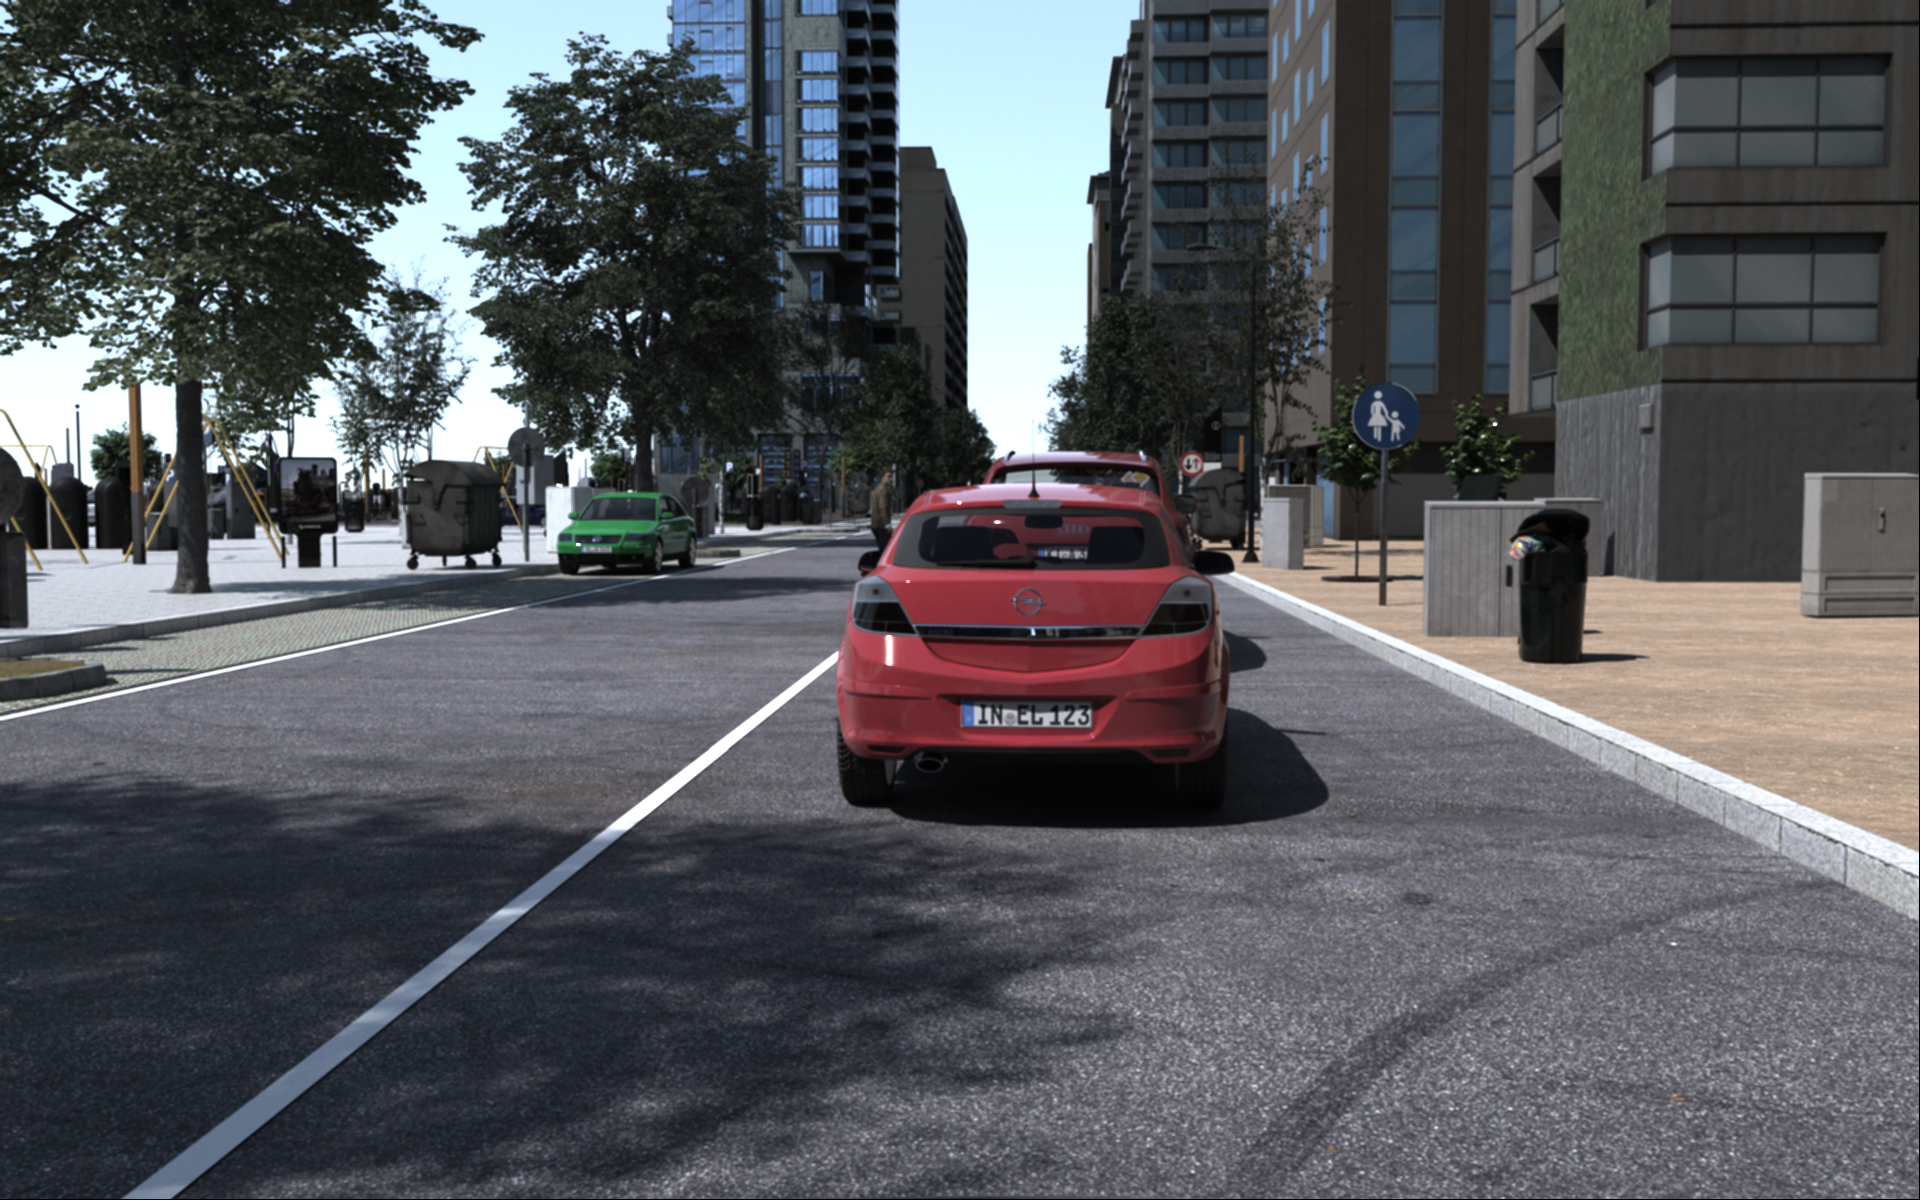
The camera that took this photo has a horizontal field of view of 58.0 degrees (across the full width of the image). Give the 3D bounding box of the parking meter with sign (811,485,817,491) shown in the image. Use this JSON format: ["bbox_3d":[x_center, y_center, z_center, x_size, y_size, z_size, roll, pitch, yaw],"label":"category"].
[{"bbox_3d":[-12.024,-8.854,141.017,0.543,3.016,1.738,3,5,41],"label":"parking meter with sign"}]

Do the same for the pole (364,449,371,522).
[{"bbox_3d":[-27.110,-5.222,79.228,0.158,3.312,0.155,0,3,0],"label":"pole"}]

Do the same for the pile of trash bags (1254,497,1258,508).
[{"bbox_3d":[21.599,-7.292,128.982,1.912,1.369,3.447,-1,4,-18],"label":"pile of trash bags"}]

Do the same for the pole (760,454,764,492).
[{"bbox_3d":[-10.195,-5.828,89.127,0.158,3.312,0.155,0,3,0],"label":"pole"}]

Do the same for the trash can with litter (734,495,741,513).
[{"bbox_3d":[-13.821,-6.138,111.406,2.233,1.210,1.678,-3,5,-44],"label":"trash can with litter"}]

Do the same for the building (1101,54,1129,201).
[{"bbox_3d":[31.898,-37.646,204.753,28.713,52.752,27.495,0,4,3],"label":"building"}]

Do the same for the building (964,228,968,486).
[{"bbox_3d":[-9.829,-40.674,288.726,21.300,48.544,21.600,0,4,3],"label":"building"}]

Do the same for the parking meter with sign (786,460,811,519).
[{"bbox_3d":[-8.618,-5.708,89.584,0.543,3.016,1.738,-3,5,-43],"label":"parking meter with sign"}]

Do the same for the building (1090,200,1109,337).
[{"bbox_3d":[27.162,-37.082,256.396,14.600,45.320,14.200,0,4,3],"label":"building"}]

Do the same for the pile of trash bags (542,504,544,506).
[{"bbox_3d":[-20.390,-4.949,90.661,3.447,1.369,1.912,0,4,-3],"label":"pile of trash bags"}]

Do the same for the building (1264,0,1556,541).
[{"bbox_3d":[17.269,-24.607,52.443,14.600,45.320,14.200,0,4,3],"label":"building"}]

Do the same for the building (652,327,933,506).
[{"bbox_3d":[-17.766,-21.380,194.600,27.650,21.520,28.899,0,4,3],"label":"building"}]

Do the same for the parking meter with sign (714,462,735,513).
[{"bbox_3d":[-12.862,-5.921,93.061,0.543,3.016,1.738,2,4,31],"label":"parking meter with sign"}]

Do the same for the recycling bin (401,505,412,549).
[{"bbox_3d":[-12.666,-1.729,40.826,0.722,1.027,0.722,1,4,14],"label":"recycling bin"}]

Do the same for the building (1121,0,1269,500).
[{"bbox_3d":[26.509,-33.119,161.096,23.786,49.044,30.456,0,4,3],"label":"building"}]

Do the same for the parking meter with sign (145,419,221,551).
[{"bbox_3d":[-17.898,-2.658,39.719,0.543,3.016,1.738,1,4,18],"label":"parking meter with sign"}]

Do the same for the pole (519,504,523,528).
[{"bbox_3d":[-16.642,-4.394,65.693,0.158,3.312,0.155,0,3,0],"label":"pole"}]

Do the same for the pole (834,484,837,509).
[{"bbox_3d":[-10.585,-9.374,147.108,0.158,3.312,0.155,0,3,0],"label":"pole"}]

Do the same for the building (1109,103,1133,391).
[{"bbox_3d":[22.827,-30.631,184.407,14.154,41.232,14.086,0,4,3],"label":"building"}]

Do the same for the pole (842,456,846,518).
[{"bbox_3d":[-6.238,-6.061,92.941,0.158,3.312,0.155,0,3,0],"label":"pole"}]

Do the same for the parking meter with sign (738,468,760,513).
[{"bbox_3d":[-14.223,-7.373,116.815,0.543,3.016,1.738,3,5,44],"label":"parking meter with sign"}]

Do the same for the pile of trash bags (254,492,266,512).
[{"bbox_3d":[-54.991,-7.627,134.459,1.912,1.369,3.447,-3,5,-40],"label":"pile of trash bags"}]

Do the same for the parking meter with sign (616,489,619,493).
[{"bbox_3d":[-29.344,-9.285,148.064,0.543,3.016,1.738,1,4,18],"label":"parking meter with sign"}]

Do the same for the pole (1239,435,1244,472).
[{"bbox_3d":[9.775,-4.060,60.231,0.158,3.312,0.155,0,3,0],"label":"pole"}]

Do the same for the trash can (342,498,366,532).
[{"bbox_3d":[-20.338,-2.844,58.152,0.748,1.137,0.748,0,3,0],"label":"trash can"}]

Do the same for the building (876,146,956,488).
[{"bbox_3d":[-12.166,-37.997,244.946,21.300,48.544,21.600,0,4,3],"label":"building"}]

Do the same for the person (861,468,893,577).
[{"bbox_3d":[-1.227,-1.149,27.194,0.656,1.842,0.836,3,5,40],"label":"person"}]

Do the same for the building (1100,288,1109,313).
[{"bbox_3d":[26.517,-28.786,242.357,14.160,30.474,14.107,0,4,3],"label":"building"}]

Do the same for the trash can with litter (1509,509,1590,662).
[{"bbox_3d":[4.522,-0.128,13.488,0.624,1.170,1.055,1,4,9],"label":"trash can with litter"}]

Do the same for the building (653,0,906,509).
[{"bbox_3d":[-15.881,-51.981,162.565,22.319,86.520,31.000,0,4,3],"label":"building"}]

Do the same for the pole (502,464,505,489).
[{"bbox_3d":[-30.767,-7.519,116.776,0.158,3.312,0.155,0,3,0],"label":"pole"}]

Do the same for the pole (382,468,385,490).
[{"bbox_3d":[-45.866,-8.809,137.873,0.158,3.312,0.155,0,3,0],"label":"pole"}]

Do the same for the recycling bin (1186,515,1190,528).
[{"bbox_3d":[8.339,-3.176,64.481,0.722,1.027,0.722,1,4,18],"label":"recycling bin"}]

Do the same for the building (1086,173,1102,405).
[{"bbox_3d":[34.813,-42.042,276.630,28.713,52.752,27.495,0,4,3],"label":"building"}]

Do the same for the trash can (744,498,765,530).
[{"bbox_3d":[-7.254,-3.035,61.268,0.748,1.137,0.748,0,3,0],"label":"trash can"}]

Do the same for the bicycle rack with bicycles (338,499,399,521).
[{"bbox_3d":[-28.722,-4.338,84.309,2.925,0.926,2.852,0,4,-1],"label":"bicycle rack with bicycles"}]

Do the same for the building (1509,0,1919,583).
[{"bbox_3d":[17.479,-21.213,30.430,14.154,41.232,14.086,0,4,3],"label":"building"}]

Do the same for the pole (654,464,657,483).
[{"bbox_3d":[-20.547,-7.524,116.857,0.158,3.312,0.155,0,3,0],"label":"pole"}]

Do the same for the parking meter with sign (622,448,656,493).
[{"bbox_3d":[-11.879,-4.236,65.517,1.738,3.016,0.543,1,4,20],"label":"parking meter with sign"}]

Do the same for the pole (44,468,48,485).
[{"bbox_3d":[-71.273,-8.640,135.115,0.158,3.312,0.155,0,3,0],"label":"pole"}]

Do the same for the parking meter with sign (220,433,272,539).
[{"bbox_3d":[-20.583,-3.253,49.444,1.738,3.016,0.543,-3,5,-44],"label":"parking meter with sign"}]

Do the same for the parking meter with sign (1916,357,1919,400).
[{"bbox_3d":[12.824,-1.539,21.429,0.543,3.016,1.738,-2,4,-35],"label":"parking meter with sign"}]

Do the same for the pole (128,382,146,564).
[{"bbox_3d":[-14.996,-2.307,31.558,0.158,3.312,0.155,0,3,0],"label":"pole"}]

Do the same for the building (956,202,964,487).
[{"bbox_3d":[-10.935,-39.313,266.471,21.300,48.544,21.600,0,4,3],"label":"building"}]

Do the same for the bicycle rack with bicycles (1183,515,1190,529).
[{"bbox_3d":[8.097,-2.902,60.831,2.925,0.926,2.852,0,4,2],"label":"bicycle rack with bicycles"}]

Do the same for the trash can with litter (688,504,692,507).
[{"bbox_3d":[-17.671,-6.178,112.062,1.678,1.210,2.233,0,4,4],"label":"trash can with litter"}]
